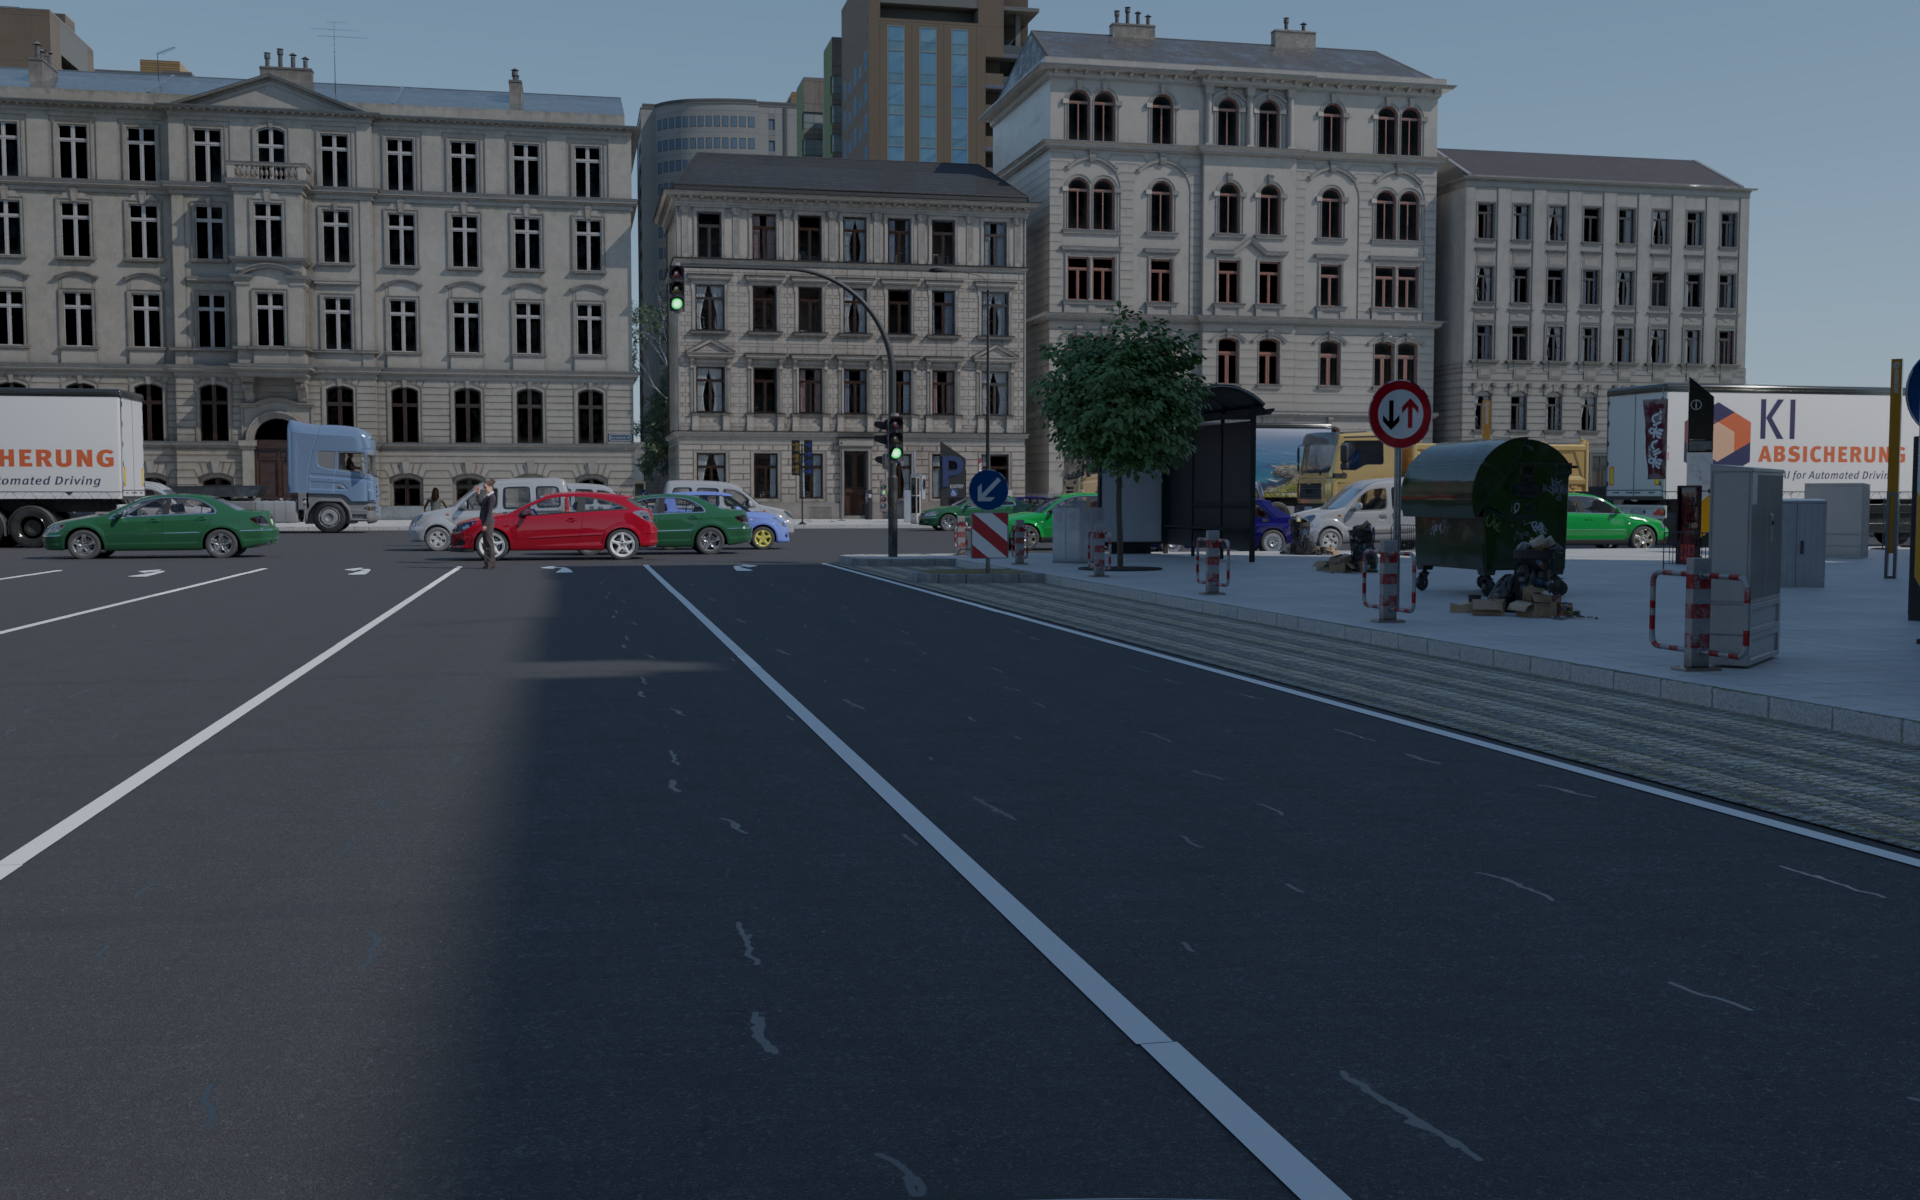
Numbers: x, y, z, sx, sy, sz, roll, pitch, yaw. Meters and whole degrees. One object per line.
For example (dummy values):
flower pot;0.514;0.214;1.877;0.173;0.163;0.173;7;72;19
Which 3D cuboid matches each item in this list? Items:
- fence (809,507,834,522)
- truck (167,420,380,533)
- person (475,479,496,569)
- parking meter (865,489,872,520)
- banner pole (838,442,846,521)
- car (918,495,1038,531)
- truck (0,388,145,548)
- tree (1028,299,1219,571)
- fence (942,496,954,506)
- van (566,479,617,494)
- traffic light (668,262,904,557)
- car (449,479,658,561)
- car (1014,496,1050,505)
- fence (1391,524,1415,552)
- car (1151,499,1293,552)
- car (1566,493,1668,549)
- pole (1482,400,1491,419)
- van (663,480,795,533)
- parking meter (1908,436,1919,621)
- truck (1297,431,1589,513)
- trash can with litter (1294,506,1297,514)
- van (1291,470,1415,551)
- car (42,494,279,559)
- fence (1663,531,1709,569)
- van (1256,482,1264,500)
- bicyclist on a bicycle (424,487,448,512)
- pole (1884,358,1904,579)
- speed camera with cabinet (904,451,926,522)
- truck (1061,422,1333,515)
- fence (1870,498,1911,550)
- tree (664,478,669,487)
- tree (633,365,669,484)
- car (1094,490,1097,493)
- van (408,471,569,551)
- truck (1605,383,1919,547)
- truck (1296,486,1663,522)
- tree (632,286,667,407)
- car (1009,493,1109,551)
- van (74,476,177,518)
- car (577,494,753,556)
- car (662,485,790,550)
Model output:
fence;-6.486;-3.983;80.502;0.278;0.683;2.069;-3;4;-37
truck;-30.140;-4.446;62.453;18.799;4.110;2.967;-1;4;-14
person;-9.176;-1.468;33.300;0.742;1.727;0.445;2;4;35
parking meter;-4.576;-4.795;86.804;0.372;1.533;0.369;0;3;0
banner pole;-5.683;-5.698;83.172;0.401;3.779;0.863;0;4;-5
car;0.772;-3.442;68.081;4.920;1.459;2.131;-1;4;-13
truck;-28.088;-3.506;46.235;11.283;4.237;2.839;-1;4;-12
tree;2.789;-2.792;29.358;4.285;4.588;4.351;0;3;0
fence;-0.163;-4.292;81.374;0.480;1.192;2.264;-3;4;-39
van;-13.687;-3.616;66.134;4.112;2.044;2.013;-1;4;-12
traffic light;-3.425;-3.673;34.724;4.771;5.953;1.251;-1;4;-13
car;-8.934;-1.780;38.151;4.494;1.783;2.155;-1;4;-12
car;3.410;-3.664;72.488;3.894;1.354;1.945;-1;4;-13
fence;8.949;-1.116;33.618;0.278;0.683;2.069;-1;4;-21
car;5.863;-1.736;40.971;3.894;1.354;1.945;-1;4;-13
car;15.056;-2.064;42.537;4.718;1.807;1.959;-1;4;-11
pole;11.440;-2.683;37.718;0.158;3.312;0.155;0;3;0
van;-7.119;-2.822;53.145;4.112;2.044;2.013;-1;4;-11
parking meter;9.834;-0.722;17.520;0.399;1.863;0.255;-2;4;-32
truck;14.657;-3.564;54.193;9.791;3.379;3.469;-1;4;-14
trash can with litter;16.369;-4.538;85.247;2.233;1.210;1.678;2;4;29
van;10.004;-2.175;42.580;4.112;2.044;2.013;-1;4;-11
car;-18.048;-1.675;39.187;4.920;1.459;2.131;-1;4;-14
fence;11.769;-0.711;27.001;0.278;0.683;2.069;-2;4;-27
van;7.497;-2.896;54.360;4.112;2.044;2.013;-1;4;-13
bicyclist on a bicycle;-14.439;-2.305;47.715;1.499;1.676;1.625;-1;4;-14
pole;14.125;-1.979;26.194;0.158;3.312;0.155;0;3;0
speed camera with cabinet;-2.058;-5.191;79.204;0.660;3.252;2.038;1;4;11
truck;9.040;-4.874;68.609;11.283;4.237;2.839;-1;4;-14
fence;22.098;-1.809;40.777;2.264;1.192;0.480;-3;5;-44
tree;-27.152;-10.320;163.334;1.663;3.219;1.824;0;3;0
tree;-24.120;-14.230;149.674;9.611;12.733;9.660;0;3;0
car;6.681;-2.954;56.975;5.304;1.827;2.281;-1;4;-11
van;-12.021;-2.289;44.442;4.112;2.044;2.013;-1;4;-13
truck;22.909;-3.512;46.339;11.283;4.237;2.839;-1;4;-14
truck;21.248;-4.395;61.609;18.799;4.110;2.967;-1;4;-11
tree;-21.787;-17.092;135.342;12.611;20.169;13.585;0;3;0
car;2.877;-2.203;44.822;4.718;1.807;1.959;-1;4;-11
van;-23.431;-2.646;50.270;4.112;2.044;2.013;-1;4;-11
car;-7.453;-1.818;41.530;4.920;1.459;2.131;-1;4;-14
car;-6.307;-2.177;45.181;3.694;1.707;1.945;-1;4;-11
